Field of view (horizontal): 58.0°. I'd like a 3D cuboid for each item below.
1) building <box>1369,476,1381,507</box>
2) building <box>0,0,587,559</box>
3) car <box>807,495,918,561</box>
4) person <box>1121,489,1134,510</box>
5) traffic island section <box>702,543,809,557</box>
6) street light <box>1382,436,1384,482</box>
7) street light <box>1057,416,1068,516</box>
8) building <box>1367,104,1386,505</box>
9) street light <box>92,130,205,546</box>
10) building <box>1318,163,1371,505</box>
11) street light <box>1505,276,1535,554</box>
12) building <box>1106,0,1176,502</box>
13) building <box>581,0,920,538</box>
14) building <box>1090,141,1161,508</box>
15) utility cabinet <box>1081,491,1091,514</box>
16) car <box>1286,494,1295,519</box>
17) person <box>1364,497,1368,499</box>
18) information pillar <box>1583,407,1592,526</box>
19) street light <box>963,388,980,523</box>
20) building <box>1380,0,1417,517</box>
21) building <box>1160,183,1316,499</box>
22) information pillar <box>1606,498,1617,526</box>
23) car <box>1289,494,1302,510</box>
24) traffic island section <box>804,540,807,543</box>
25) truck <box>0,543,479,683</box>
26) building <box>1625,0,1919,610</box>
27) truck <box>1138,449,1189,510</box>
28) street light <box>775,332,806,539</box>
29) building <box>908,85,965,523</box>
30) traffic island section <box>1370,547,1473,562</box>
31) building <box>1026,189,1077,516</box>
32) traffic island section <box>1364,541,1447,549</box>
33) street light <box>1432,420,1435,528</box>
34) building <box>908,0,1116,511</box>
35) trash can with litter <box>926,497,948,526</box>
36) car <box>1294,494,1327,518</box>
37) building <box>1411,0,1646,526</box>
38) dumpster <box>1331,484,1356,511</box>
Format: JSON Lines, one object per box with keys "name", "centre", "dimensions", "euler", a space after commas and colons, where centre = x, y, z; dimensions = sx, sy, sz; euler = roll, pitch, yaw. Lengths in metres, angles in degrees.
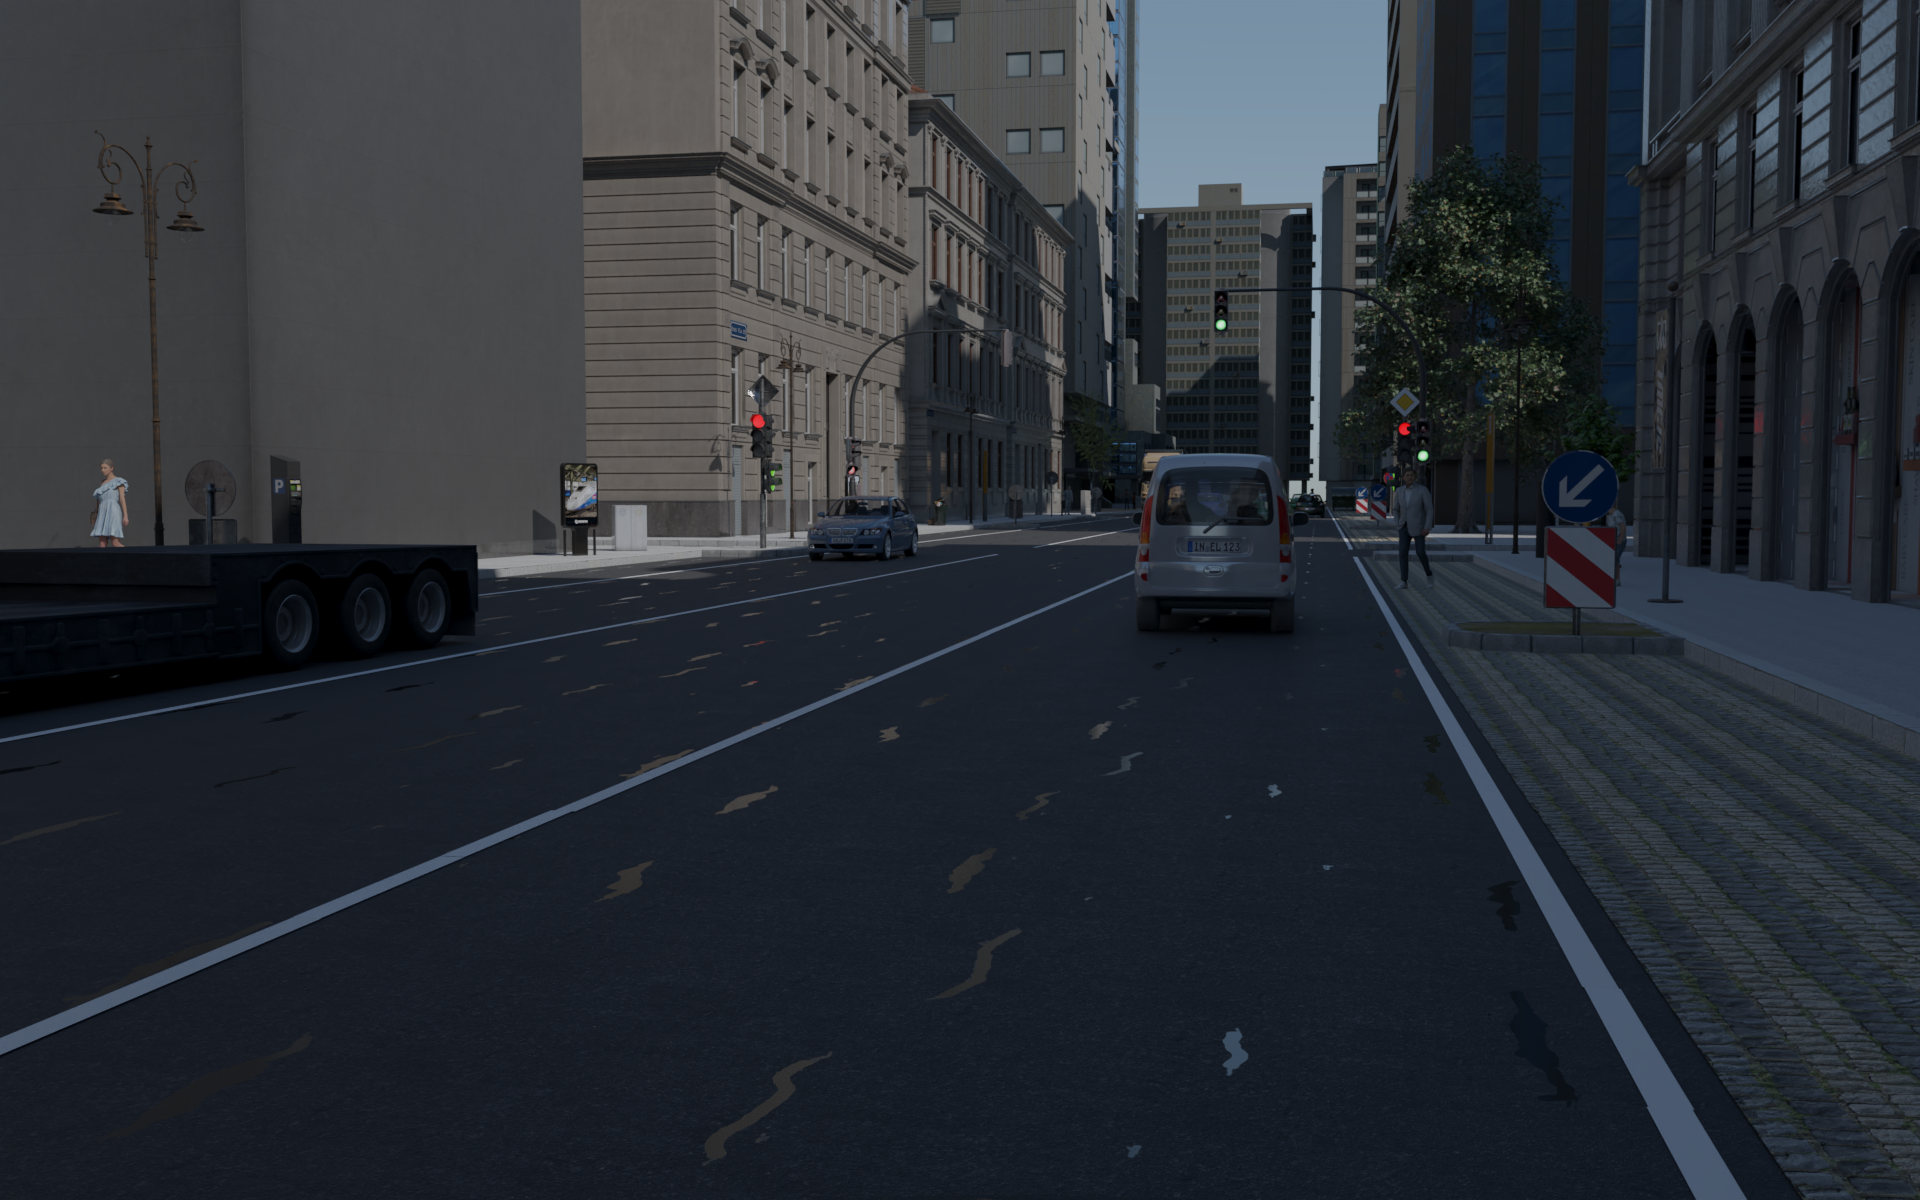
{"name": "building", "centre": [55.479, -28.793, 162.646], "dimensions": [32.217, 40.220, 23.993], "euler": [1, 4, 12]}
{"name": "building", "centre": [-21.150, -14.789, 35.302], "dimensions": [24.014, 27.812, 14.314], "euler": [1, 4, 12]}
{"name": "car", "centre": [-2.110, -1.645, 38.900], "dimensions": [2.014, 1.417, 4.499], "euler": [1, 4, 11]}
{"name": "person", "centre": [13.736, -8.300, 142.476], "dimensions": [1.217, 1.735, 0.721], "euler": [0, 4, 0]}
{"name": "traffic island section", "centre": [-4.663, -1.137, 40.870], "dimensions": [2.009, 0.180, 2.903], "euler": [1, 4, 12]}
{"name": "street light", "centre": [28.800, -8.886, 118.066], "dimensions": [0.468, 5.910, 1.993], "euler": [1, 4, 12]}
{"name": "street light", "centre": [6.031, -7.919, 102.269], "dimensions": [0.468, 5.910, 1.993], "euler": [1, 4, 12]}
{"name": "building", "centre": [51.092, -30.562, 183.278], "dimensions": [14.154, 41.232, 14.086], "euler": [1, 4, 12]}
{"name": "street light", "centre": [-10.457, -3.040, 22.486], "dimensions": [0.468, 5.910, 1.993], "euler": [1, 4, 12]}
{"name": "building", "centre": [50.255, -32.057, 207.718], "dimensions": [14.086, 41.232, 14.154], "euler": [1, 4, 12]}
{"name": "street light", "centre": [11.906, -3.925, 36.955], "dimensions": [0.468, 5.910, 1.993], "euler": [1, 4, 12]}
{"name": "building", "centre": [7.006, -53.439, 186.400], "dimensions": [31.000, 86.520, 22.319], "euler": [1, 4, 12]}
{"name": "building", "centre": [-10.112, -16.252, 62.980], "dimensions": [12.463, 27.353, 25.104], "euler": [1, 4, 12]}
{"name": "building", "centre": [1.428, -28.891, 164.253], "dimensions": [32.217, 40.220, 23.993], "euler": [1, 4, 12]}
{"name": "utility cabinet", "centre": [7.952, -6.150, 109.224], "dimensions": [0.318, 1.500, 1.173], "euler": [1, 4, 22]}
{"name": "car", "centre": [14.574, -4.391, 80.593], "dimensions": [1.959, 1.807, 4.718], "euler": [1, 4, 14]}
{"name": "person", "centre": [37.860, -9.474, 161.680], "dimensions": [0.721, 1.736, 1.217], "euler": [0, 4, 0]}
{"name": "information pillar", "centre": [16.057, -3.239, 44.308], "dimensions": [0.183, 3.616, 0.504], "euler": [0, 4, 5]}
{"name": "street light", "centre": [0.480, -6.283, 75.520], "dimensions": [0.468, 5.910, 1.993], "euler": [1, 4, 12]}
{"name": "building", "centre": [37.231, -29.458, 105.336], "dimensions": [21.300, 48.544, 21.600], "euler": [1, 4, 12]}
{"name": "building", "centre": [32.761, -32.277, 219.609], "dimensions": [23.993, 40.220, 32.217], "euler": [1, 4, 12]}
{"name": "information pillar", "centre": [25.396, -3.851, 67.449], "dimensions": [0.304, 2.012, 0.304], "euler": [0, 4, -1]}
{"name": "car", "centre": [27.073, -7.865, 137.381], "dimensions": [1.959, 1.807, 4.718], "euler": [1, 4, 12]}
{"name": "traffic island section", "centre": [-3.040, -1.615, 48.689], "dimensions": [2.009, 0.180, 2.903], "euler": [1, 4, 12]}
{"name": "truck", "centre": [-8.025, -1.108, 7.876], "dimensions": [2.967, 4.110, 18.799], "euler": [1, 4, 14]}
{"name": "building", "centre": [17.311, -11.063, 22.679], "dimensions": [13.314, 21.916, 24.055], "euler": [1, 4, 12]}
{"name": "truck", "centre": [13.198, -7.483, 111.264], "dimensions": [2.839, 4.237, 11.283], "euler": [1, 4, 10]}
{"name": "street light", "centre": [-4.814, -4.690, 49.468], "dimensions": [0.468, 5.910, 1.993], "euler": [1, 4, 12]}
{"name": "building", "centre": [-4.372, -15.251, 85.513], "dimensions": [11.583, 22.565, 21.152], "euler": [1, 4, 12]}
{"name": "traffic island section", "centre": [10.065, -0.950, 37.820], "dimensions": [2.009, 0.180, 2.903], "euler": [1, 4, 12]}
{"name": "building", "centre": [-0.008, -16.555, 106.833], "dimensions": [11.583, 22.565, 21.152], "euler": [1, 4, 12]}
{"name": "traffic island section", "centre": [11.687, -1.429, 45.639], "dimensions": [2.009, 0.180, 2.903], "euler": [1, 4, 12]}
{"name": "street light", "centre": [17.959, -5.680, 65.657], "dimensions": [0.468, 5.910, 1.993], "euler": [1, 4, 12]}
{"name": "building", "centre": [-2.257, -33.587, 138.391], "dimensions": [28.713, 52.752, 27.495], "euler": [1, 4, 12]}
{"name": "trash can with litter", "centre": [-0.979, -3.593, 70.135], "dimensions": [0.624, 1.170, 1.055], "euler": [-3, 5, -40]}
{"name": "car", "centre": [21.157, -5.797, 104.569], "dimensions": [2.009, 1.686, 4.222], "euler": [1, 4, 12]}
{"name": "building", "centre": [27.374, -26.009, 75.356], "dimensions": [14.600, 45.320, 14.200], "euler": [1, 4, 12]}
{"name": "dumpster", "centre": [31.599, -8.421, 142.638], "dimensions": [1.985, 2.255, 1.502], "euler": [1, 4, 12]}
